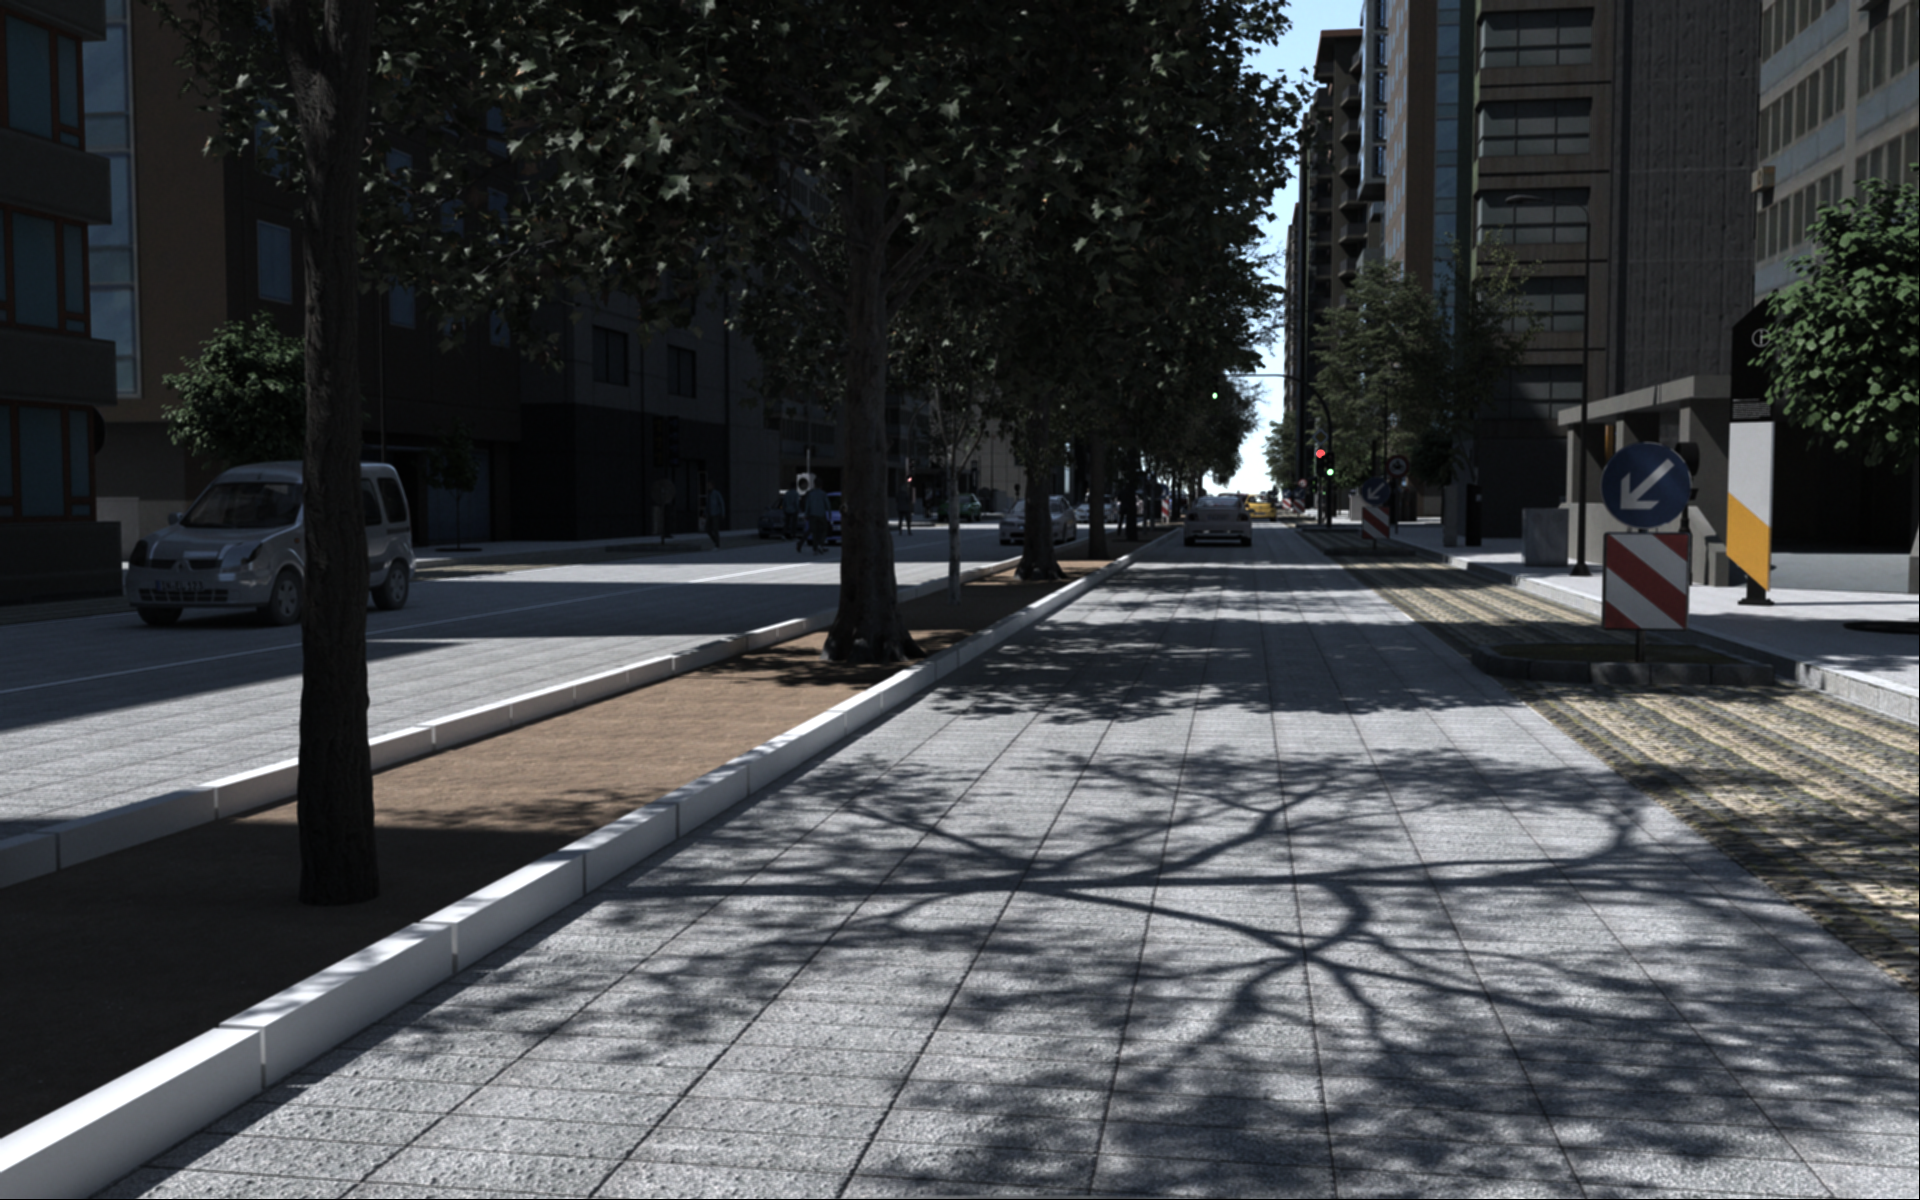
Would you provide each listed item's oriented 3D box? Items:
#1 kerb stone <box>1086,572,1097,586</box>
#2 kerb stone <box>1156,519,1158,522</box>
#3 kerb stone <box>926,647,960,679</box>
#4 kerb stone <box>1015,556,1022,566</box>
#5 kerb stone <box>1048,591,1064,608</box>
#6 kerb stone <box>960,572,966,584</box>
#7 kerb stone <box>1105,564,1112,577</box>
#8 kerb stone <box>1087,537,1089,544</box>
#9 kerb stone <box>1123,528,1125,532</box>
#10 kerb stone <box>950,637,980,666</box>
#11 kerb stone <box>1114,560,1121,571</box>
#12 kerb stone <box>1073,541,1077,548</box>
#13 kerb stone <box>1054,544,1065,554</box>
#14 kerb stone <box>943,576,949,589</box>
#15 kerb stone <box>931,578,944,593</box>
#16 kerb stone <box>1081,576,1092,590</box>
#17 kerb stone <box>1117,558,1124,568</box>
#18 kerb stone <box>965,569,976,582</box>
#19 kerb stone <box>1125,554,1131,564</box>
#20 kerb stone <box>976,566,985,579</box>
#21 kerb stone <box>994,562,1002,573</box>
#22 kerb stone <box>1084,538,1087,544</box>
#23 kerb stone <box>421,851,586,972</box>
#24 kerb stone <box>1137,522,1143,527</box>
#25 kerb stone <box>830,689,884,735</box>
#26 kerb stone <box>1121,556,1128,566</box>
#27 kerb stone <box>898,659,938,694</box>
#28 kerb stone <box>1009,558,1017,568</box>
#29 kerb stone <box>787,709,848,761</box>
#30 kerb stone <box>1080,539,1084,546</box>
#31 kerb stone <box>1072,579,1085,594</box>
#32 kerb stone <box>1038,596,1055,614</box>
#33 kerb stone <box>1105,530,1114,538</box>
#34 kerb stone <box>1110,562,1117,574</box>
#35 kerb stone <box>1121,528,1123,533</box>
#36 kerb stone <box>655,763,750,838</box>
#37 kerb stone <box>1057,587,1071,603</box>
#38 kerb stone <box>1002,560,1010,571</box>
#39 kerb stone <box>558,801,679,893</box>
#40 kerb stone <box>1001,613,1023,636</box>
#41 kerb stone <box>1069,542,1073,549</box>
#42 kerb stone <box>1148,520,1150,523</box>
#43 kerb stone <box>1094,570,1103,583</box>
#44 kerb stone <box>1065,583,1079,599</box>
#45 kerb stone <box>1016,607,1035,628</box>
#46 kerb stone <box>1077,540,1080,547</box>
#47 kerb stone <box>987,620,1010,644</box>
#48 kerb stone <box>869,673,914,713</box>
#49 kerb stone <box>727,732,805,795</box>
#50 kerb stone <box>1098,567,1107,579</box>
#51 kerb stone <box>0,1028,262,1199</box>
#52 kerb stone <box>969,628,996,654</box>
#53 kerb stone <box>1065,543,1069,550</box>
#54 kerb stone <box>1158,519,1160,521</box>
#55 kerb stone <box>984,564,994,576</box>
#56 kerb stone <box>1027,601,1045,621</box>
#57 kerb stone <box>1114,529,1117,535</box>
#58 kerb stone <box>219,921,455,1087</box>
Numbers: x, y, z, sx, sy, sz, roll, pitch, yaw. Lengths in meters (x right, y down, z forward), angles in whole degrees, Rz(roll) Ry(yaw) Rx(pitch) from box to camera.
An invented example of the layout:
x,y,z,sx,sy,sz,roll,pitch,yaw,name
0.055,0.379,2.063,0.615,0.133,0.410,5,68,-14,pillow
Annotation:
x,y,z,sx,sy,sz,roll,pitch,yaw,name
1.994,-0.291,26.948,0.120,0.150,1.000,1,4,9,kerb stone
9.780,-3.995,87.519,0.120,0.150,1.000,1,4,9,kerb stone
-0.160,0.514,13.787,0.120,0.150,1.000,1,4,9,kerb stone
1.079,-0.741,34.367,0.120,0.150,1.000,1,4,9,kerb stone
1.166,0.019,21.891,0.120,0.150,1.000,1,4,9,kerb stone
-0.082,-0.312,27.290,0.120,0.150,1.000,1,4,9,kerb stone
2.493,-0.475,29.980,0.120,0.150,1.000,1,4,9,kerb stone
3.563,-1.673,49.553,0.120,0.150,1.000,1,4,9,kerb stone
5.882,-2.540,63.720,0.120,0.150,1.000,1,4,9,kerb stone
0.011,0.453,14.800,0.120,0.150,1.000,1,4,9,kerb stone
2.825,-0.600,31.998,0.120,0.150,1.000,1,4,9,kerb stone
2.903,-1.425,45.487,0.120,0.150,1.000,1,4,9,kerb stone
2.400,-1.238,42.452,0.120,0.150,1.000,1,4,9,kerb stone
-0.251,-0.250,26.282,0.120,0.150,1.000,1,4,9,kerb stone
-0.414,-0.188,25.272,0.120,0.150,1.000,1,4,9,kerb stone
1.831,-0.229,25.939,0.120,0.150,1.000,1,4,9,kerb stone
2.991,-0.660,33.024,0.120,0.150,1.000,1,4,9,kerb stone
0.082,-0.373,28.299,0.120,0.150,1.000,1,4,9,kerb stone
3.321,-0.784,35.042,0.120,0.150,1.000,1,4,9,kerb stone
0.249,-0.435,29.307,0.120,0.150,1.000,1,4,9,kerb stone
0.591,-0.557,31.332,0.120,0.150,1.000,1,4,9,kerb stone
3.396,-1.607,48.538,0.120,0.150,1.000,1,4,9,kerb stone
-1.484,1.010,5.689,0.120,0.150,1.000,1,4,9,kerb stone
8.124,-3.377,77.427,0.120,0.150,1.000,1,4,9,kerb stone
-0.652,0.700,10.748,0.120,0.150,1.000,1,4,9,kerb stone
3.150,-0.724,34.034,0.120,0.150,1.000,1,4,9,kerb stone
-0.329,0.576,12.777,0.120,0.150,1.000,1,4,9,kerb stone
0.918,-0.678,33.354,0.120,0.150,1.000,1,4,9,kerb stone
-0.819,0.766,9.740,0.120,0.150,1.000,1,4,9,kerb stone
3.228,-1.549,47.529,0.120,0.150,1.000,1,4,9,kerb stone
1.658,-0.167,24.929,0.120,0.150,1.000,1,4,9,kerb stone
1.000,0.083,20.877,0.120,0.150,1.000,1,4,9,kerb stone
5.049,-2.228,58.664,0.120,0.150,1.000,1,4,9,kerb stone
2.663,-0.532,30.989,0.120,0.150,1.000,1,4,9,kerb stone
5.715,-2.478,62.706,0.120,0.150,1.000,1,4,9,kerb stone
-1.147,0.889,7.719,0.120,0.150,1.000,1,4,9,kerb stone
1.329,-0.042,22.901,0.120,0.150,1.000,1,4,9,kerb stone
0.752,-0.619,32.341,0.120,0.150,1.000,1,4,9,kerb stone
-1.319,0.953,6.711,0.120,0.150,1.000,1,4,9,kerb stone
0.501,0.267,17.836,0.120,0.150,1.000,1,4,9,kerb stone
2.736,-1.363,44.479,0.120,0.150,1.000,1,4,9,kerb stone
8.622,-3.560,80.452,0.120,0.150,1.000,1,4,9,kerb stone
2.161,-0.352,27.958,0.120,0.150,1.000,1,4,9,kerb stone
1.497,-0.104,23.909,0.120,0.150,1.000,1,4,9,kerb stone
0.670,0.209,18.845,0.120,0.150,1.000,1,4,9,kerb stone
3.055,-1.487,46.514,0.120,0.150,1.000,1,4,9,kerb stone
0.338,0.332,16.818,0.120,0.150,1.000,1,4,9,kerb stone
-0.484,0.638,11.761,0.120,0.150,1.000,1,4,9,kerb stone
-0.979,0.824,8.730,0.120,0.150,1.000,1,4,9,kerb stone
2.322,-0.414,28.969,0.120,0.150,1.000,1,4,9,kerb stone
-1.816,1.136,3.670,0.120,0.150,1.000,1,4,9,kerb stone
0.175,0.391,15.809,0.120,0.150,1.000,1,4,9,kerb stone
2.567,-1.300,43.465,0.120,0.150,1.000,1,4,9,kerb stone
10.766,-4.365,93.590,0.120,0.150,1.000,1,4,9,kerb stone
0.413,-0.497,30.324,0.120,0.150,1.000,1,4,9,kerb stone
0.833,0.145,19.854,0.120,0.150,1.000,1,4,9,kerb stone
5.221,-2.292,59.675,0.120,0.150,1.000,1,4,9,kerb stone
-1.654,1.071,4.680,0.120,0.150,1.000,1,4,9,kerb stone
